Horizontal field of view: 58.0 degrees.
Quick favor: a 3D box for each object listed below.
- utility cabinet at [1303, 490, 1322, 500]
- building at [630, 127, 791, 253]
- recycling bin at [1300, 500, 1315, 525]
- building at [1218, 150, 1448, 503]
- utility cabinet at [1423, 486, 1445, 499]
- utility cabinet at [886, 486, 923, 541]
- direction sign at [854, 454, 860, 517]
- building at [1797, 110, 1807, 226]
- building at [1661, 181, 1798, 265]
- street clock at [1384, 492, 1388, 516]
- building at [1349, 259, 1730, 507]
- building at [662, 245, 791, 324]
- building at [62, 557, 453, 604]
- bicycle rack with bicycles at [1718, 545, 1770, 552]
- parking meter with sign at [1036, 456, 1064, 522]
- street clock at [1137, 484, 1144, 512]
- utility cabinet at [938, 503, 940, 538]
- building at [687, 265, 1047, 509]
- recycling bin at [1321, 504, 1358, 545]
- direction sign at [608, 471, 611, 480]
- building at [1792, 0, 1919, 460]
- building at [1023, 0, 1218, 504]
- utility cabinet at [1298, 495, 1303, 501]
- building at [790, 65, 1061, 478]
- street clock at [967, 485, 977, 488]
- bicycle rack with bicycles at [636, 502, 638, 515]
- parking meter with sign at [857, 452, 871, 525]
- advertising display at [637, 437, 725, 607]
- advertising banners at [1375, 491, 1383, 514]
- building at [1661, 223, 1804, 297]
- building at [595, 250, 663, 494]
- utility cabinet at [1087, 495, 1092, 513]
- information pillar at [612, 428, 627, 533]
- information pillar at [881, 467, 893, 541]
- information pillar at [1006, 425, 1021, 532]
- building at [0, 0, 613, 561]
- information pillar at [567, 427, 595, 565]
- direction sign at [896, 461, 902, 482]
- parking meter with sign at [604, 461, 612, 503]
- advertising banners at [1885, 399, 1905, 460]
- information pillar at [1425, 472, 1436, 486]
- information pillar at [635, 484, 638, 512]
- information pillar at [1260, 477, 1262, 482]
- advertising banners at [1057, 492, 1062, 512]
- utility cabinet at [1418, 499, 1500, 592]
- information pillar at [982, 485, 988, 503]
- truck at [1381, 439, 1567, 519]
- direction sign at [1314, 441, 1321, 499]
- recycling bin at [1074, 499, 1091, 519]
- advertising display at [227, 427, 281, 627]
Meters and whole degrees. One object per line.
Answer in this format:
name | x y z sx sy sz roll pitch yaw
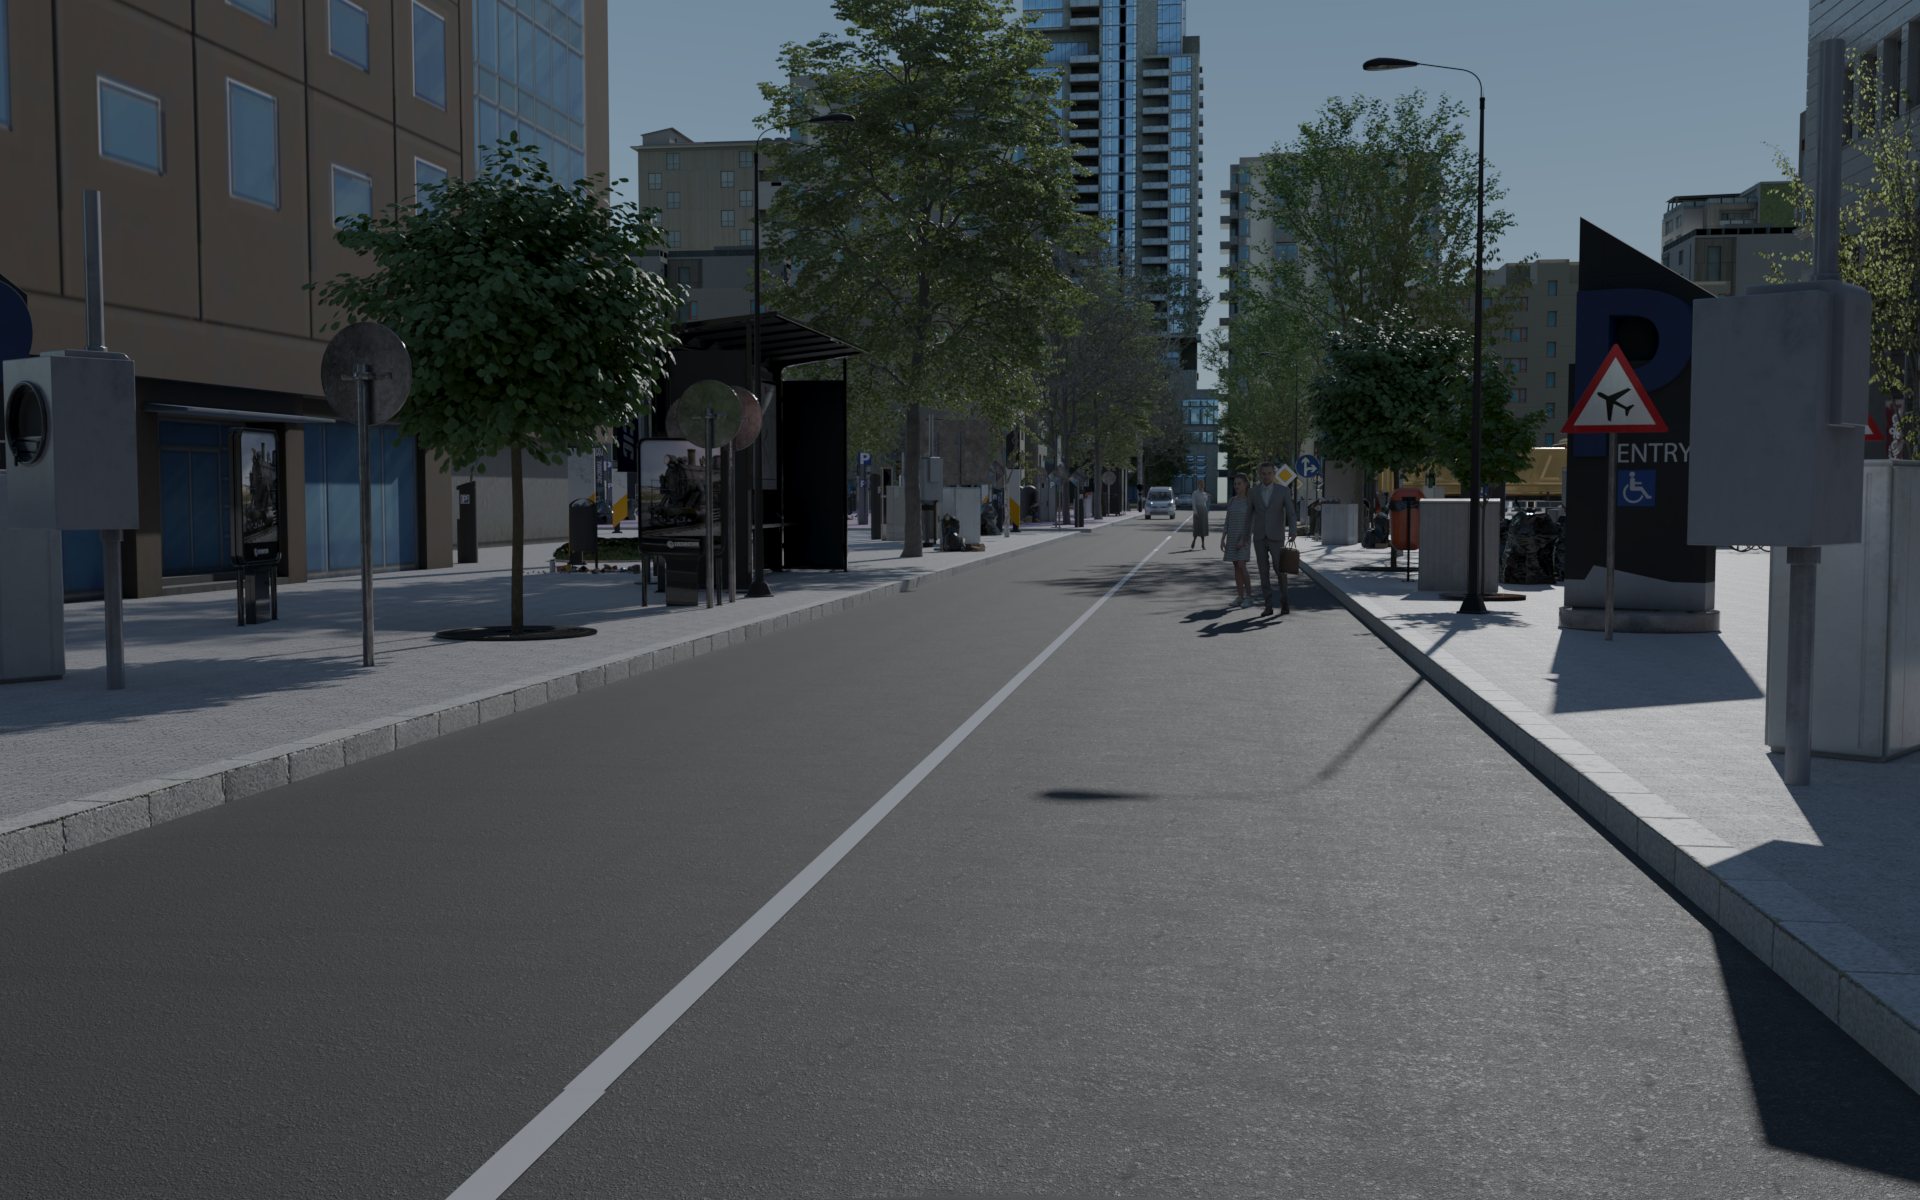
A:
utility cabinet | 17.636 -4.770 86.675 0.318 1.500 1.173 -2 4 -25
building | -30.470 -40.771 255.840 27.495 52.752 28.713 1 4 8
recycling bin | 14.765 -3.690 72.883 0.722 1.027 0.722 0 4 -5
building | 51.510 -38.034 241.458 30.456 49.044 23.786 1 4 8
utility cabinet | 12.737 -2.317 46.566 0.318 1.500 1.173 0 4 1
utility cabinet | -1.451 -2.318 46.585 0.318 1.500 1.173 3 5 43
direction sign | -5.709 -6.385 96.399 0.379 3.537 0.876 -1 4 -22
building | 98.987 -32.721 185.099 14.200 45.320 14.600 1 4 8
building | 101.381 -33.367 229.142 14.086 41.232 14.154 1 4 8
street clock | 24.870 -5.894 100.944 0.358 2.002 0.471 0 4 -2
building | 50.768 -19.073 156.890 27.650 21.520 28.899 1 4 8
building | -25.896 -26.541 205.650 14.107 30.474 14.160 1 4 8
building | -16.323 -22.822 23.250 14.600 45.320 14.200 1 4 8
bicycle rack with bicycles | 18.015 -1.543 38.606 2.852 0.926 2.925 -3 5 -44
parking meter with sign | 4.085 -5.136 80.240 0.543 3.016 1.738 -2 4 -34
street clock | 12.672 -7.164 121.703 0.358 2.002 0.471 -3 4 -38
utility cabinet | -0.766 -2.402 50.429 1.020 1.237 0.306 1 4 17
building | -7.196 -19.158 158.264 27.650 21.520 28.899 1 4 8
recycling bin | 9.659 -1.927 44.056 0.722 1.027 0.722 2 4 34
direction sign | -25.635 -8.245 126.804 0.379 3.537 0.876 -1 4 -23
building | 24.375 -15.311 27.821 11.434 29.767 29.804 1 4 8
building | 21.028 -56.976 244.221 31.000 86.520 22.319 1 4 8
utility cabinet | 26.589 -7.681 136.751 1.020 1.237 0.306 0 4 -8
building | -4.193 -35.276 196.370 30.456 49.044 23.786 1 4 8
street clock | 0.601 -5.045 87.060 0.471 2.002 0.358 3 4 37
bicycle rack with bicycles | -17.597 -5.291 99.893 2.925 0.926 2.852 3 5 45
parking meter with sign | -4.054 -4.664 72.512 0.543 3.016 1.738 0 4 -8
advertising display | -3.187 -0.891 19.788 0.974 1.923 0.123 -1 4 -13
advertising banners | 23.339 -6.155 96.825 2.074 3.025 0.090 -3 5 -44
building | 85.137 -25.512 188.825 14.107 30.474 14.160 1 4 8
building | -40.070 -26.596 206.546 14.107 30.474 14.160 1 4 8
utility cabinet | 9.262 -6.684 120.450 0.306 1.237 1.020 -2 4 -31
information pillar | -11.134 -3.988 56.564 0.504 3.616 0.183 -1 4 -14
information pillar | -2.012 -2.637 47.600 0.304 2.012 0.304 -1 4 -9
information pillar | 1.787 -4.076 57.992 0.504 3.616 0.183 1 4 18
building | -17.766 -23.945 41.606 14.200 45.320 14.600 1 4 8
information pillar | -6.848 -2.440 31.251 0.504 3.616 0.183 0 4 -6
direction sign | -3.917 -7.725 118.302 0.876 3.537 0.379 0 4 -7
parking meter with sign | -18.231 -5.732 89.975 0.543 3.016 1.738 -1 4 -17
advertising banners | 17.384 -2.147 31.283 0.090 3.025 2.074 -1 4 -9
information pillar | 15.496 -3.216 57.079 0.304 2.012 0.304 0 4 -2
information pillar | -23.543 -7.463 126.519 0.304 2.012 0.304 -1 4 -9
information pillar | 21.399 -7.993 122.046 0.504 3.616 0.183 0 4 -3
advertising banners | 7.033 -7.655 121.345 0.090 3.025 2.074 2 4 24
utility cabinet | 6.598 -0.718 22.908 1.020 1.237 0.306 1 4 18
information pillar | 1.377 -6.441 96.671 0.183 3.616 0.504 3 4 39
truck | 19.631 -3.896 59.631 9.791 3.379 3.469 1 4 8
direction sign | 15.199 -4.998 73.722 0.379 3.537 0.876 2 4 29
recycling bin | 6.402 -4.781 90.725 0.722 1.027 0.722 1 4 22
advertising display | -6.979 -0.731 17.163 0.123 1.923 0.974 0 4 -1
